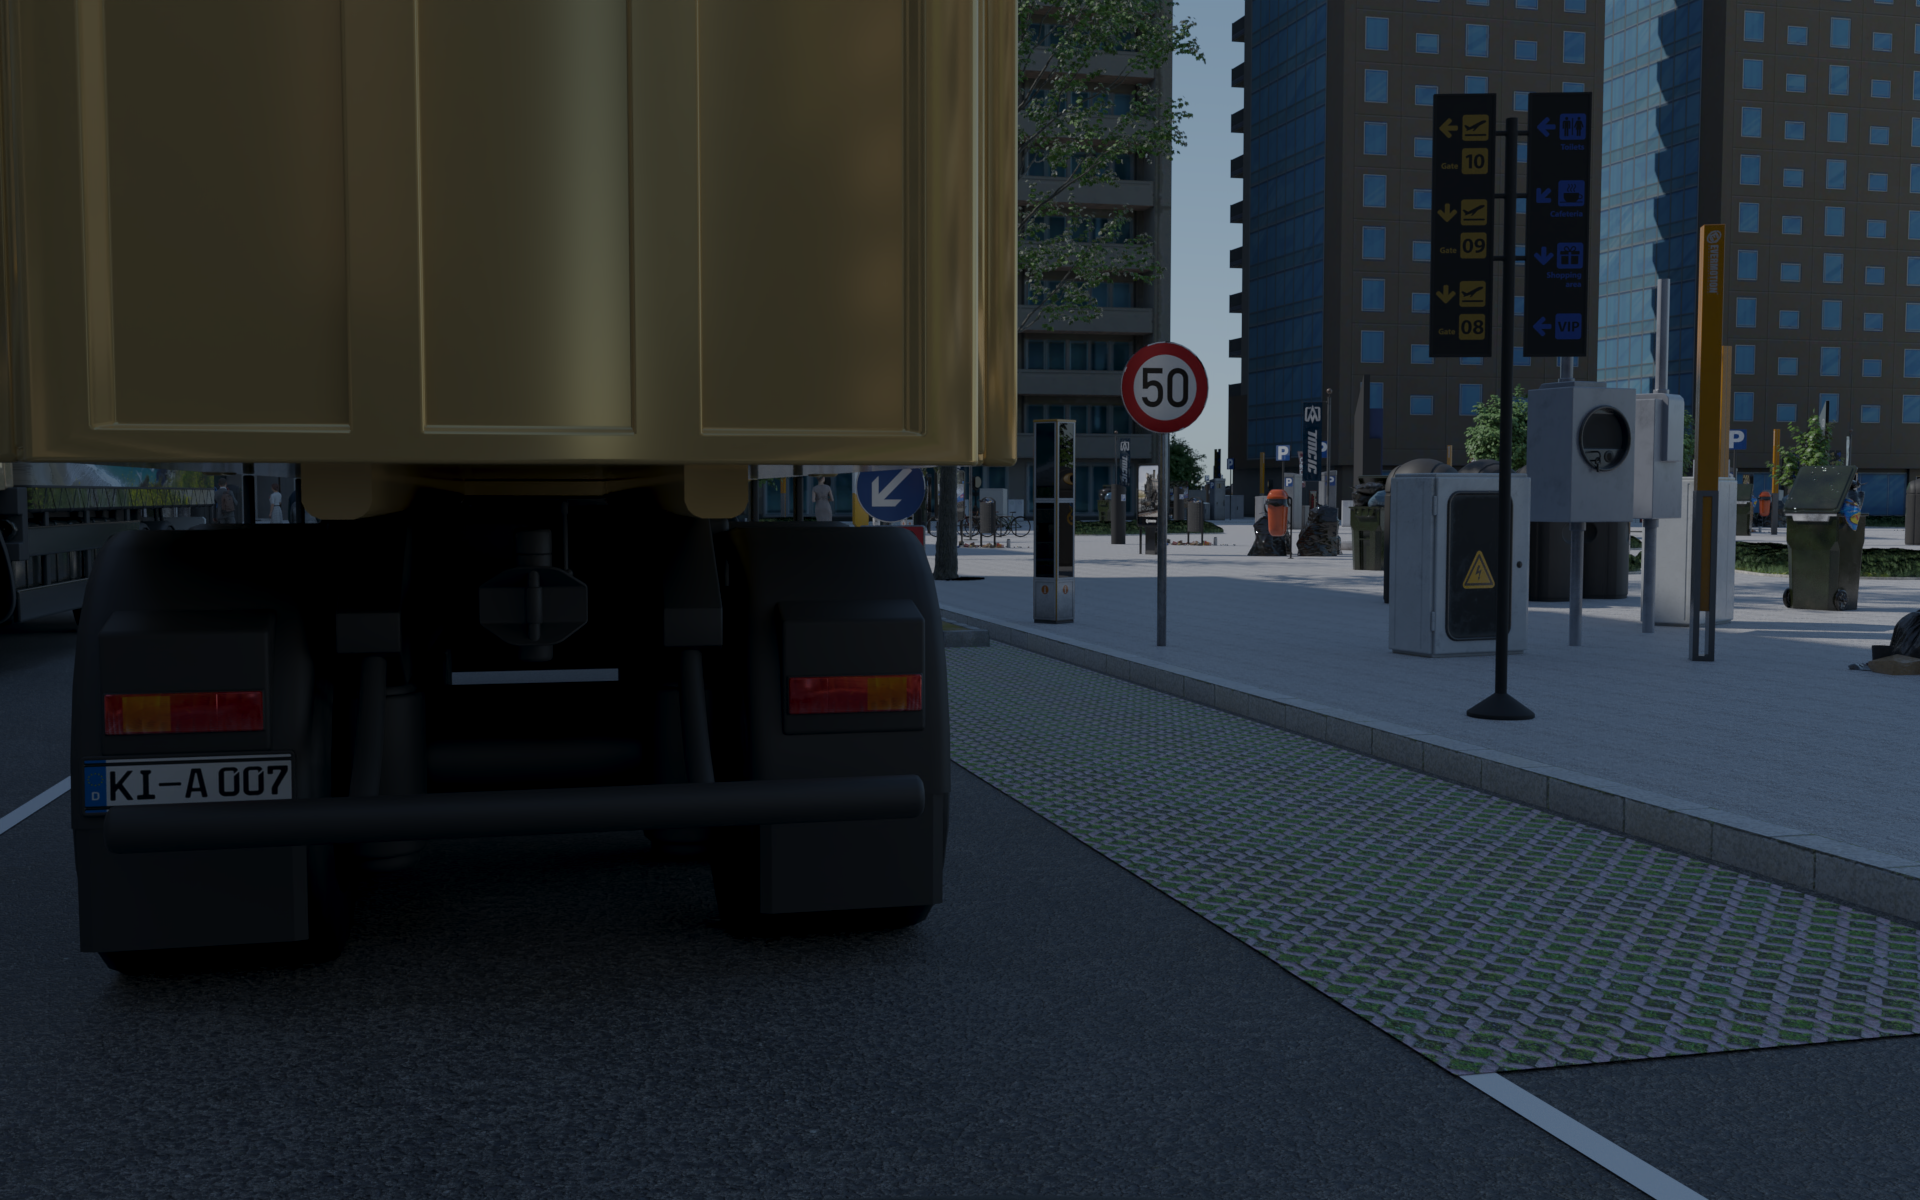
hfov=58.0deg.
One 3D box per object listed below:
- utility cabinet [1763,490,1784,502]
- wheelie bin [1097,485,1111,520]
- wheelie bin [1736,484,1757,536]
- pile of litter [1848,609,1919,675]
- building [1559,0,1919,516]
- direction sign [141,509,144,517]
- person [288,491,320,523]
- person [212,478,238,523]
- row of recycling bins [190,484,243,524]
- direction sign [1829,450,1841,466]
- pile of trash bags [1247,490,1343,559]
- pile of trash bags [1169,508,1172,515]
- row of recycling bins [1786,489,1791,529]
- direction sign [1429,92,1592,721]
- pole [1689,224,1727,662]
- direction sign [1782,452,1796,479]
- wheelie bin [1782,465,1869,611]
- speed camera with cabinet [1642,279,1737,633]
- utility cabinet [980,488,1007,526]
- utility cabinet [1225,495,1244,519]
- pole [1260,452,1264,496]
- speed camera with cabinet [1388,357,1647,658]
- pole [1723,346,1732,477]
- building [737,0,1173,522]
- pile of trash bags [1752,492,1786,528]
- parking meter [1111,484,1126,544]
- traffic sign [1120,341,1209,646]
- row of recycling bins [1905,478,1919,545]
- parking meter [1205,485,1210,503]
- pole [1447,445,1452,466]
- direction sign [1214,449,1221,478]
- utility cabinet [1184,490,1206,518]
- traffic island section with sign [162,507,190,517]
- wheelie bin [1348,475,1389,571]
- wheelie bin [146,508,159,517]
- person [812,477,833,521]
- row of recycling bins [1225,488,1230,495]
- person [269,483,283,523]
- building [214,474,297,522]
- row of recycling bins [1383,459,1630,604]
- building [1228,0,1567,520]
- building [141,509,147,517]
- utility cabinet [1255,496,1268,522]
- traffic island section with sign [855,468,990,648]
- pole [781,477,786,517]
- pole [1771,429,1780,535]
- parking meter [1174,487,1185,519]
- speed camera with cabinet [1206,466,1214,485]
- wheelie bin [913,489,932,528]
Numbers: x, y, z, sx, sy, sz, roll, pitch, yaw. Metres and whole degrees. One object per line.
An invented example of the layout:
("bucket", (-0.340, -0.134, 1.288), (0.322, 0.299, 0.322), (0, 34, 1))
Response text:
("utility cabinet", (42.515, -5.010, 90.586), (0.318, 1.500, 1.173), (-1, 4, -17))
("wheelie bin", (5.185, -3.189, 60.047), (0.693, 1.594, 0.980), (-3, 4, -37))
("wheelie bin", (24.003, -2.775, 53.282), (0.980, 1.594, 0.693), (2, 4, 33))
("pile of litter", (7.327, 0.101, 12.308), (1.719, 0.858, 1.176), (3, 4, 39))
("building", (45.505, -27.498, 99.711), (14.200, 45.320, 14.600), (-1, 4, -14))
("direction sign", (-23.883, -3.581, 50.551), (0.379, 3.537, 0.876), (-1, 4, -9))
("person", (-7.991, -0.757, 21.219), (0.623, 1.781, 0.721), (1, 4, 13))
("person", (-18.283, -2.117, 43.072), (0.622, 1.834, 0.822), (-1, 4, -14))
("row of recycling bins", (-31.512, -4.037, 73.124), (1.069, 1.692, 3.534), (0, 4, 6))
("direction sign", (45.176, -5.962, 89.474), (0.876, 3.537, 0.379), (-2, 4, -28))
("pile of trash bags", (6.836, -1.589, 35.740), (1.912, 1.369, 3.447), (1, 4, 20))
("pile of trash bags", (13.039, -5.928, 106.679), (1.912, 1.369, 3.447), (2, 4, 32))
("row of recycling bins", (25.183, -2.679, 50.917), (1.069, 1.692, 3.534), (1, 4, 9))
("direction sign", (3.117, -1.094, 9.883), (0.876, 3.537, 0.379), (0, 4, 3))
("pole", (5.714, -1.187, 13.247), (0.158, 3.312, 0.155), (0, 3, 0))
("direction sign", (43.701, -6.066, 91.175), (0.379, 3.537, 0.876), (-3, 5, -43))
("wheelie bin", (9.633, -0.698, 19.320), (0.693, 1.594, 0.980), (-2, 4, -34))
("speed camera with cabinet", (6.820, -1.365, 16.655), (0.660, 3.252, 2.038), (3, 5, 44))
("utility cabinet", (1.338, -3.682, 68.880), (1.173, 1.500, 0.318), (3, 5, 39))
("utility cabinet", (14.282, -4.843, 90.344), (1.020, 1.237, 0.306), (1, 4, 11))
("pole", (14.778, -5.559, 84.738), (0.158, 3.312, 0.155), (0, 3, 0))
("speed camera with cabinet", (4.500, -1.206, 14.051), (2.038, 3.252, 0.660), (-1, 4, -23))
("pole", (10.524, -1.843, 23.974), (0.158, 3.312, 0.155), (0, 3, 0))
("building", (-2.663, -28.518, 89.968), (21.600, 48.544, 21.300), (-1, 4, -14))
("pile of trash bags", (30.904, -3.491, 66.837), (1.912, 1.369, 3.447), (1, 4, 18))
("parking meter", (4.048, -2.191, 44.236), (0.372, 1.533, 0.369), (0, 3, 0))
("traffic sign", (1.702, -0.883, 14.550), (0.768, 2.556, 0.104), (-1, 4, -10))
("row of recycling bins", (25.251, -2.287, 44.507), (1.069, 1.692, 3.534), (3, 5, 45))
("parking meter", (15.195, -6.153, 106.305), (0.255, 1.863, 0.399), (2, 4, 34))
("pole", (20.421, -4.799, 72.312), (0.158, 3.312, 0.155), (0, 3, 0))
("direction sign", (12.894, -5.797, 86.782), (0.379, 3.537, 0.876), (-1, 4, -12))
("utility cabinet", (12.647, -5.177, 93.316), (1.173, 1.500, 0.318), (0, 4, -1))
("traffic island section with sign", (-18.523, -1.971, 40.860), (1.989, 1.847, 2.006), (-1, 4, -14))
("wheelie bin", (6.997, -1.301, 29.179), (0.693, 1.594, 0.980), (-3, 5, -43))
("wheelie bin", (-21.987, -2.429, 47.617), (0.693, 1.594, 0.980), (-1, 4, -15))
("person", (-3.163, -2.067, 40.184), (0.599, 1.781, 0.374), (-1, 4, -17))
("row of recycling bins", (22.772, -8.016, 138.172), (3.534, 1.692, 1.069), (-1, 4, -19))
("person", (-19.888, -2.514, 50.178), (0.524, 1.755, 0.480), (1, 4, 12))
("building", (-39.091, -24.277, 80.515), (14.154, 41.232, 14.086), (-1, 4, -14))
("row of recycling bins", (6.661, -0.839, 20.829), (3.534, 1.692, 1.069), (-2, 4, -26))
("building", (23.654, -27.002, 91.591), (14.200, 45.320, 14.600), (-1, 4, -14))
("building", (-46.979, -16.676, 49.063), (44.131, 29.872, 17.030), (-1, 4, -14))
("utility cabinet", (10.172, -2.859, 57.909), (0.306, 1.237, 1.020), (2, 4, 30))
("traffic island section with sign", (-0.927, -0.502, 16.828), (1.989, 1.847, 2.006), (-1, 4, -14))
("pole", (-6.740, -4.417, 66.062), (0.158, 3.312, 0.155), (0, 3, 0))
("pole", (25.679, -3.712, 54.538), (0.158, 3.312, 0.155), (0, 3, 0))
("parking meter", (7.738, -3.226, 61.163), (0.372, 1.533, 0.369), (0, 3, 0))
("speed camera with cabinet", (17.119, -7.746, 120.981), (0.660, 3.252, 2.038), (-2, 4, -34))
("wheelie bin", (-1.513, -3.577, 66.384), (0.693, 1.594, 0.980), (1, 4, 18))
